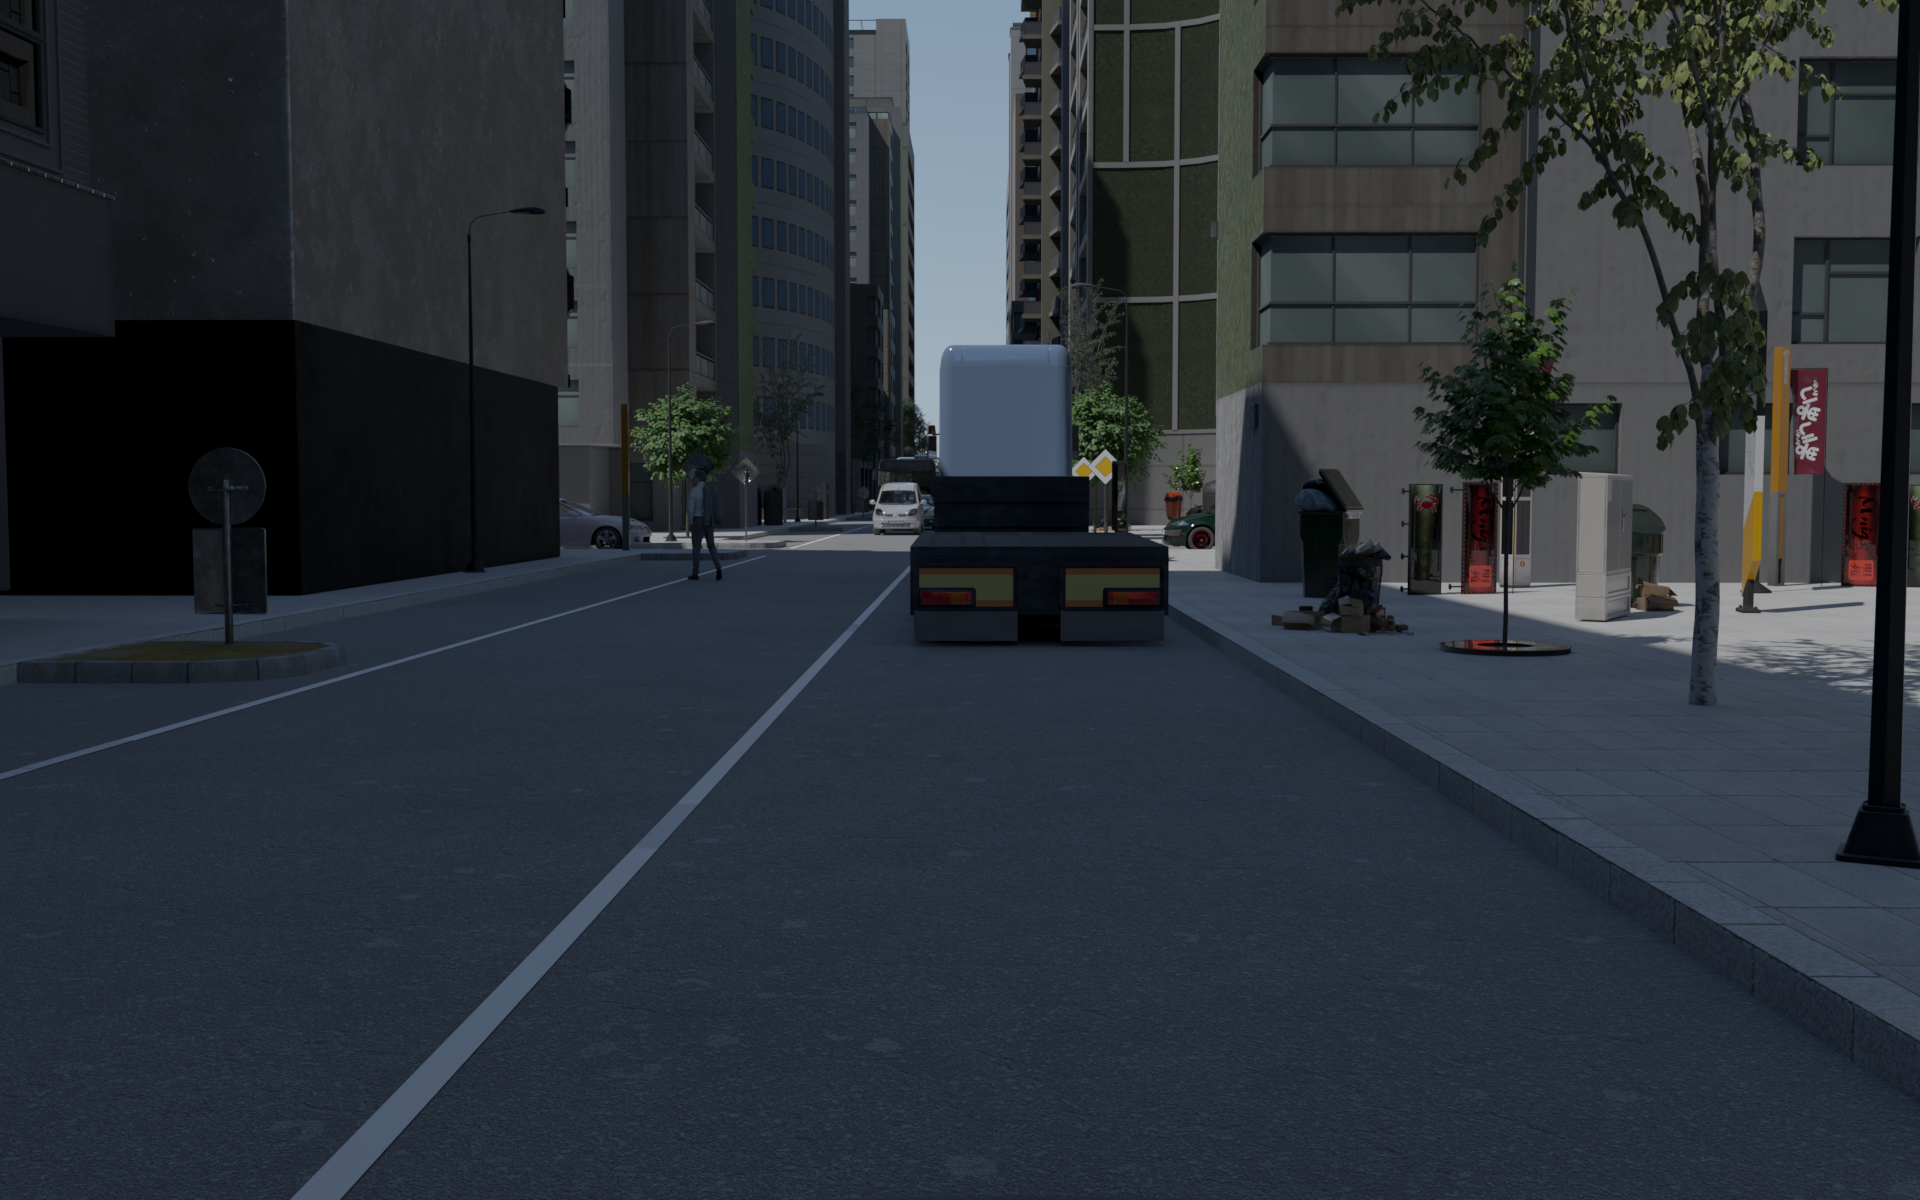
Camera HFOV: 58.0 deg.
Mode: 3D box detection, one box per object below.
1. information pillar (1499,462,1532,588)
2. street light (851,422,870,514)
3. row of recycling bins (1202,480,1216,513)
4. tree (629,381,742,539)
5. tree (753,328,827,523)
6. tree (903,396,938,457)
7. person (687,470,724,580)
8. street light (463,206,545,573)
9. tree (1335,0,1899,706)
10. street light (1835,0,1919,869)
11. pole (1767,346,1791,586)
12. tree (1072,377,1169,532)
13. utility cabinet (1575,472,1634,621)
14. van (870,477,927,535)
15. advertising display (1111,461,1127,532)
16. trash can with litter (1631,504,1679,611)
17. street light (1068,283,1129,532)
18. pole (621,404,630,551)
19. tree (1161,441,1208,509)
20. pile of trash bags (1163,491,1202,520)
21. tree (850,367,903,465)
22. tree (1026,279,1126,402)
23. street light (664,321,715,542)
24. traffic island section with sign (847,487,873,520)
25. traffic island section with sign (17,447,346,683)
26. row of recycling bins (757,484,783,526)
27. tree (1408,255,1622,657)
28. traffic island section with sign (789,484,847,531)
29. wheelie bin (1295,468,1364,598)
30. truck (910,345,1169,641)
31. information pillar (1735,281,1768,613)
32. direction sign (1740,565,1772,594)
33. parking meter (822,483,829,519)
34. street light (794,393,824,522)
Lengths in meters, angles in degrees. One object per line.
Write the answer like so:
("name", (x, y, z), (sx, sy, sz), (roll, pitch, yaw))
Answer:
("information pillar", (7.596, -1.172, 23.654), (0.304, 2.012, 0.304), (-1, 4, -23))
("street light", (-6.478, -8.517, 111.793), (1.470, 5.913, 1.316), (0, 4, 1))
("row of recycling bins", (8.525, -2.741, 51.933), (1.069, 1.692, 3.534), (3, 5, 43))
("tree", (-8.041, -4.086, 50.512), (4.285, 4.588, 4.351), (0, 3, 0))
("tree", (-7.921, -7.672, 75.802), (4.360, 8.622, 3.978), (0, 3, 0))
("tree", (-6.747, -17.204, 198.291), (9.611, 12.733, 9.660), (0, 3, 0))
("person", (-4.234, -1.238, 28.836), (0.679, 1.850, 0.850), (-3, 5, -42))
("street light", (-7.393, -3.400, 28.131), (1.470, 5.913, 1.316), (0, 4, 1))
("tree", (4.301, -3.667, 10.313), (4.737, 8.622, 4.395), (0, 3, 0))
("street light", (2.707, -2.042, 5.931), (1.470, 5.913, 1.316), (0, 4, 1))
("pole", (11.389, -1.849, 24.075), (0.158, 3.312, 0.155), (0, 3, 0))
("tree", (4.160, -4.216, 52.639), (4.285, 4.588, 4.351), (0, 3, 0))
("utility cabinet", (6.640, -0.558, 17.801), (0.318, 1.500, 1.173), (2, 4, 33))
("van", (-2.163, -3.343, 61.676), (2.013, 2.044, 4.112), (0, 4, 1))
("advertising display", (3.099, -1.745, 33.740), (0.123, 1.923, 0.974), (1, 4, 15))
("trash can with litter", (7.722, -0.488, 19.365), (0.624, 1.170, 1.055), (0, 4, -4))
("street light", (3.141, -4.022, 38.299), (1.470, 5.913, 1.316), (0, 4, 1))
("pole", (-7.592, -2.782, 39.322), (0.158, 3.312, 0.155), (0, 3, 0))
("tree", (8.156, -4.041, 60.672), (1.663, 3.219, 1.824), (0, 3, 0))
("pile of trash bags", (7.877, -2.796, 55.464), (3.447, 1.369, 1.912), (-3, 4, -37))
("tree", (-8.067, -11.212, 117.721), (8.767, 10.594, 7.601), (0, 4, -6))
("tree", (3.888, -6.674, 59.480), (4.360, 8.622, 3.978), (0, 3, 0))
("street light", (-7.258, -4.529, 46.585), (1.470, 5.913, 1.316), (0, 4, 1))
("traffic island section with sign", (-5.266, -5.300, 95.282), (1.989, 1.847, 2.006), (0, 4, 1))
("traffic island section with sign", (-6.161, -0.333, 14.069), (1.989, 1.847, 2.006), (0, 4, 1))
("row of recycling bins", (-8.998, -3.909, 71.029), (3.534, 1.692, 1.069), (0, 4, 5))
("tree", (4.588, -1.193, 14.103), (1.663, 3.219, 1.824), (0, 3, 0))
("traffic island section with sign", (-5.570, -3.588, 67.284), (1.989, 1.847, 2.006), (0, 4, 1))
("wheelie bin", (4.570, -0.832, 21.518), (0.693, 1.594, 0.980), (2, 4, 32))
("truck", (0.793, -2.183, 25.458), (2.967, 4.110, 18.799), (0, 4, 0))
("information pillar", (8.527, -1.666, 18.590), (0.183, 3.616, 0.504), (1, 4, 12))
("direction sign", (10.347, -1.860, 22.405), (0.379, 3.537, 0.876), (2, 4, 26))
("parking meter", (-6.834, -5.033, 87.997), (0.255, 1.863, 0.399), (1, 4, 14))
("street light", (-6.917, -6.533, 79.362), (1.470, 5.913, 1.316), (0, 4, 1))
